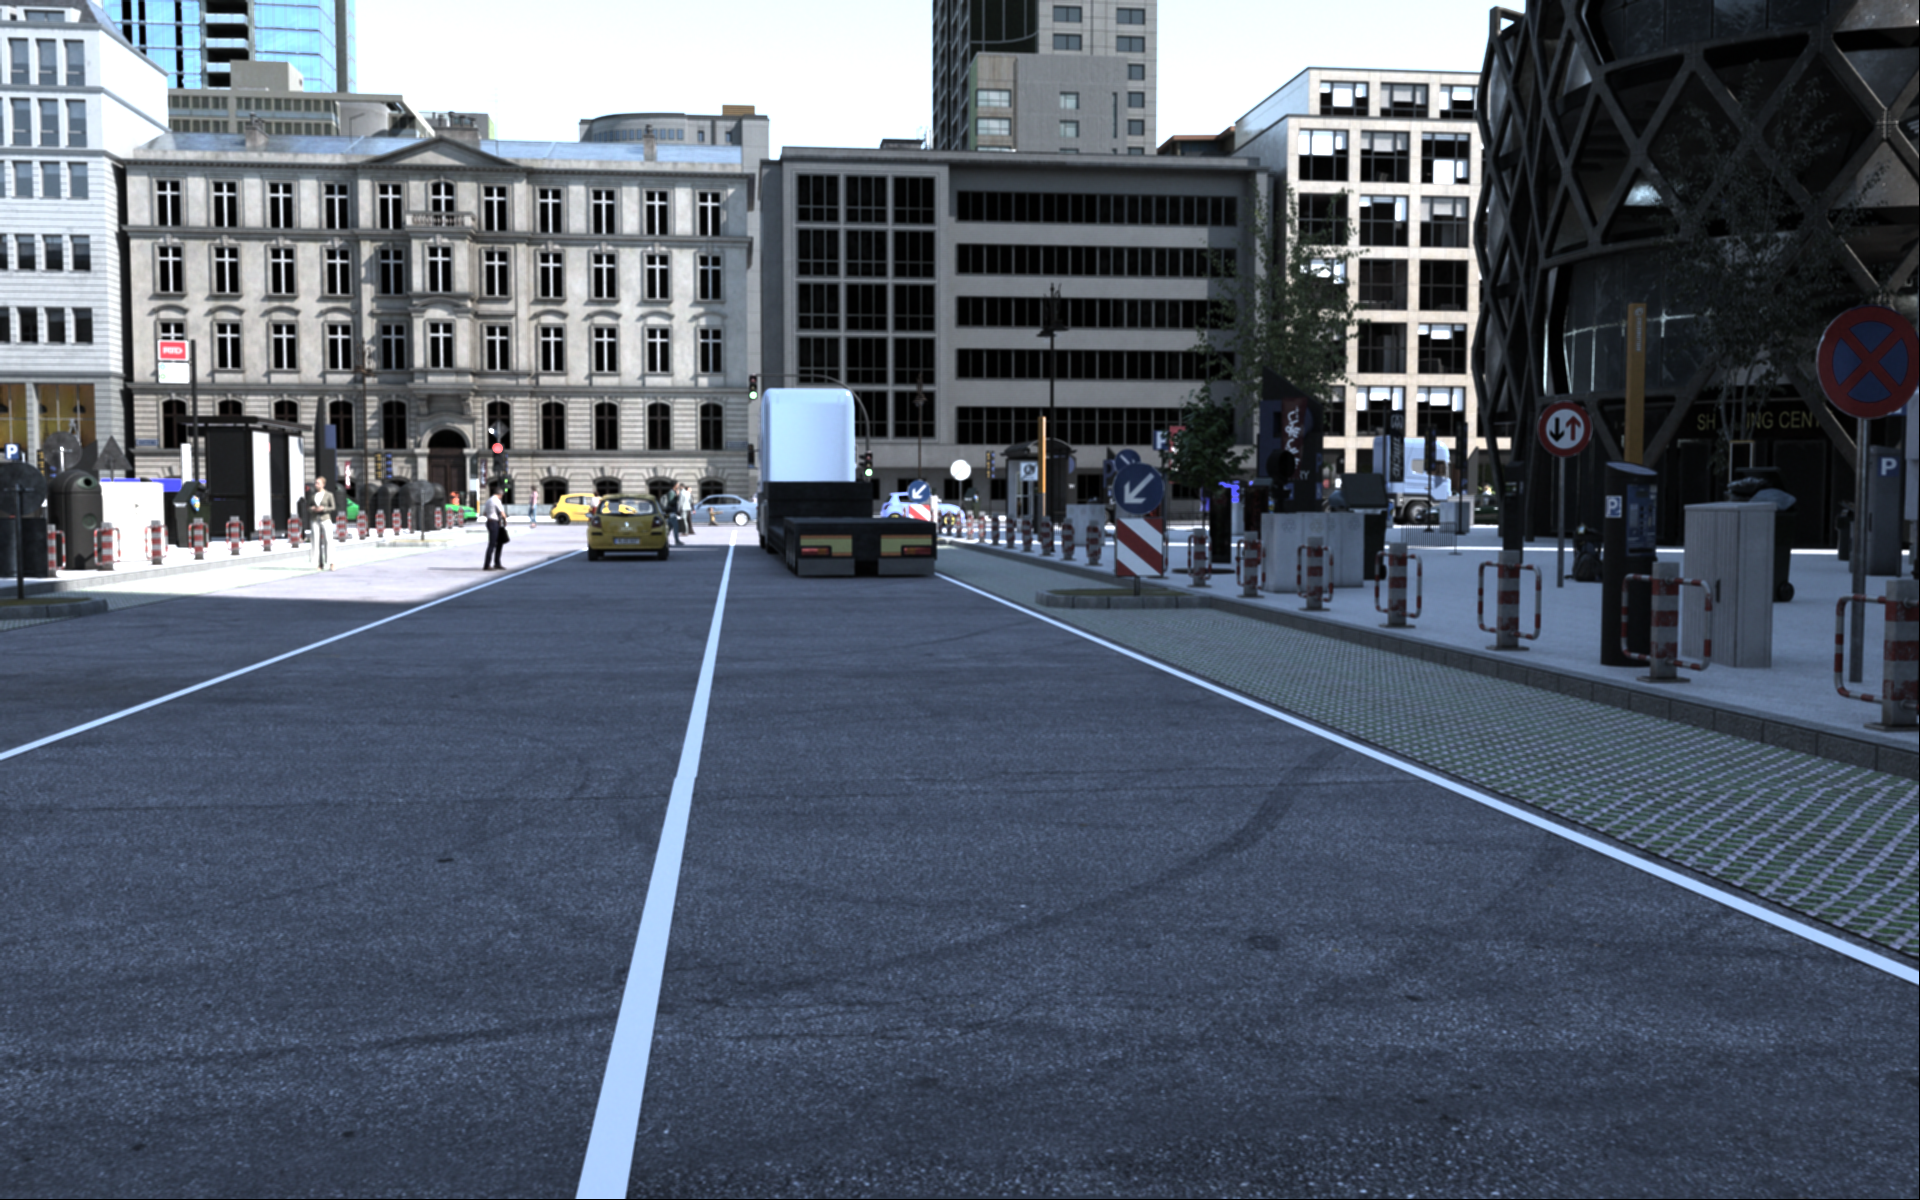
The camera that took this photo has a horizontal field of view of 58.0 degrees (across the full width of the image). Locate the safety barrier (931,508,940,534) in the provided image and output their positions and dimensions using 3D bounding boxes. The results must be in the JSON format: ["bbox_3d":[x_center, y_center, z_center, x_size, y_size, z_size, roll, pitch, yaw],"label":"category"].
[{"bbox_3d":[-0.638,-2.497,55.098,0.300,0.817,1.120,0,4,-7],"label":"safety barrier"}]

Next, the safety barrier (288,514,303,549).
[{"bbox_3d":[-15.638,-1.618,40.722,0.300,0.817,1.120,0,4,-7],"label":"safety barrier"}]

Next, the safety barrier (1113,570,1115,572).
[{"bbox_3d":[2.696,-0.880,28.657,0.300,0.817,1.120,0,4,-7],"label":"safety barrier"}]

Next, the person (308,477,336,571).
[{"bbox_3d":[-11.990,-1.432,32.468,0.519,1.759,0.362,0,4,2],"label":"person"}]

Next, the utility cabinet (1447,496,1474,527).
[{"bbox_3d":[19.814,-3.511,68.566,1.020,1.237,0.306,1,4,14],"label":"utility cabinet"}]

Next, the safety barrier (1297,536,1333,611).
[{"bbox_3d":[3.902,-0.292,19.048,0.300,0.817,1.120,0,4,-7],"label":"safety barrier"}]

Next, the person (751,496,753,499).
[{"bbox_3d":[-25.120,-12.141,210.235,0.697,1.427,0.421,2,4,28],"label":"person"}]

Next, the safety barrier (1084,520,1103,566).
[{"bbox_3d":[2.396,-1.027,31.059,0.300,0.817,1.120,0,4,-7],"label":"safety barrier"}]

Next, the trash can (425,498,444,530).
[{"bbox_3d":[-18.543,-3.020,61.030,0.748,1.137,0.748,0,3,0],"label":"trash can"}]

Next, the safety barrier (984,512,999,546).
[{"bbox_3d":[0.880,-1.761,43.070,0.300,0.817,1.120,0,4,-7],"label":"safety barrier"}]

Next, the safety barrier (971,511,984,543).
[{"bbox_3d":[0.576,-1.908,45.472,0.300,0.817,1.120,0,4,-7],"label":"safety barrier"}]

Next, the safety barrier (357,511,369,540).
[{"bbox_3d":[-16.549,-2.059,47.940,0.300,0.817,1.120,0,4,-7],"label":"safety barrier"}]

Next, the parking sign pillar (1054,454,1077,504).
[{"bbox_3d":[5.204,-6.010,86.739,1.447,3.967,1.447,-1,4,-9],"label":"parking sign pillar"}]

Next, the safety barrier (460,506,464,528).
[{"bbox_3d":[-18.666,-3.089,64.781,0.300,0.817,1.120,0,4,-7],"label":"safety barrier"}]

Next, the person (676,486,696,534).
[{"bbox_3d":[-9.724,-3.186,61.398,0.445,1.727,0.742,2,4,25],"label":"person"}]

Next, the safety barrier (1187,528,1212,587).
[{"bbox_3d":[3.299,-0.586,23.852,0.300,0.817,1.120,0,4,-7],"label":"safety barrier"}]

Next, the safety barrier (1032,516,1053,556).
[{"bbox_3d":[1.790,-1.320,35.864,0.300,0.817,1.120,0,4,-7],"label":"safety barrier"}]

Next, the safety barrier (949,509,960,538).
[{"bbox_3d":[-0.031,-2.203,50.287,0.300,0.817,1.120,0,4,-7],"label":"safety barrier"}]

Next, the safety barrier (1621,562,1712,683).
[{"bbox_3d":[4.813,0.150,11.831,0.300,0.817,1.120,0,4,-7],"label":"safety barrier"}]

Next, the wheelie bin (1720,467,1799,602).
[{"bbox_3d":[9.531,-0.781,20.679,0.693,1.594,0.980,-2,4,-26],"label":"wheelie bin"}]

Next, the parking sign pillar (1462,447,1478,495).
[{"bbox_3d":[28.829,-6.699,98.004,1.447,3.967,1.447,3,5,41],"label":"parking sign pillar"}]

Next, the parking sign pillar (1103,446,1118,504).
[{"bbox_3d":[8.590,-6.666,97.459,1.447,3.967,1.447,-2,4,-31],"label":"parking sign pillar"}]

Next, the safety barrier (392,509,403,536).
[{"bbox_3d":[-17.153,-2.353,52.748,0.300,0.817,1.120,0,4,-7],"label":"safety barrier"}]

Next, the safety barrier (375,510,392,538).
[{"bbox_3d":[-16.848,-2.206,50.342,0.300,0.817,1.120,0,4,-7],"label":"safety barrier"}]

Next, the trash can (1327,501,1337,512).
[{"bbox_3d":[7.555,-1.359,33.868,0.748,1.137,0.748,0,3,0],"label":"trash can"}]

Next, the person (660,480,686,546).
[{"bbox_3d":[-7.846,-2.382,47.438,0.713,1.824,0.794,0,4,6],"label":"person"}]

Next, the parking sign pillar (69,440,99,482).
[{"bbox_3d":[-43.174,-5.927,85.383,1.447,3.967,1.447,-1,4,-22],"label":"parking sign pillar"}]

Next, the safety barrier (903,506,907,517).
[{"bbox_3d":[-2.146,-3.232,67.120,0.300,0.817,1.120,0,4,-7],"label":"safety barrier"}]

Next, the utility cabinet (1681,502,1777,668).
[{"bbox_3d":[5.862,-0.128,13.258,0.306,1.237,1.020,0,4,2],"label":"utility cabinet"}]

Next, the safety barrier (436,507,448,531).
[{"bbox_3d":[-18.064,-2.795,59.976,0.300,0.817,1.120,0,4,-7],"label":"safety barrier"}]

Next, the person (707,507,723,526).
[{"bbox_3d":[-10.949,-3.734,77.472,0.695,0.859,0.347,0,4,-4],"label":"person"}]

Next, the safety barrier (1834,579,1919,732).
[{"bbox_3d":[5.116,0.297,9.412,0.300,0.817,1.120,0,4,-7],"label":"safety barrier"}]

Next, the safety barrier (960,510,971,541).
[{"bbox_3d":[0.276,-2.056,47.885,0.300,0.817,1.120,0,4,-7],"label":"safety barrier"}]

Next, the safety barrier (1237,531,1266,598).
[{"bbox_3d":[3.602,-0.439,21.450,0.300,0.817,1.120,0,4,-7],"label":"safety barrier"}]

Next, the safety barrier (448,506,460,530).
[{"bbox_3d":[-18.369,-2.942,62.378,0.300,0.817,1.120,0,4,-7],"label":"safety barrier"}]

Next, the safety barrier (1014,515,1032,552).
[{"bbox_3d":[1.485,-1.467,38.266,0.300,0.817,1.120,0,4,-7],"label":"safety barrier"}]

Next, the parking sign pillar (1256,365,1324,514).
[{"bbox_3d":[6.820,-2.897,35.831,1.447,3.967,1.447,2,4,33],"label":"parking sign pillar"}]

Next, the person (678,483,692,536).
[{"bbox_3d":[-9.429,-3.093,59.174,0.391,1.810,0.635,1,4,13],"label":"person"}]

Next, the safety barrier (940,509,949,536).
[{"bbox_3d":[-0.332,-2.350,52.695,0.300,0.817,1.120,0,4,-7],"label":"safety barrier"}]

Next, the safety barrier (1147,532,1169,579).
[{"bbox_3d":[3.000,-0.733,26.255,0.300,0.817,1.120,0,4,-7],"label":"safety barrier"}]

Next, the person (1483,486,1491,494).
[{"bbox_3d":[22.881,-4.074,75.341,0.641,1.798,0.478,-2,4,-35],"label":"person"}]

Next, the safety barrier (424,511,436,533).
[{"bbox_3d":[-17.757,-2.647,57.557,0.300,0.817,1.120,0,4,-7],"label":"safety barrier"}]

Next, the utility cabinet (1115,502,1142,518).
[{"bbox_3d":[3.165,-1.310,32.583,0.306,1.237,1.020,1,4,19],"label":"utility cabinet"}]

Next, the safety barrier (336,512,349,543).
[{"bbox_3d":[-16.245,-1.911,45.528,0.300,0.817,1.120,0,4,-7],"label":"safety barrier"}]

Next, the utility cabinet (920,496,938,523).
[{"bbox_3d":[-1.140,-3.238,64.105,0.306,1.237,1.020,-2,4,-24],"label":"utility cabinet"}]

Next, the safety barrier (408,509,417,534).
[{"bbox_3d":[-17.455,-2.500,55.150,0.300,0.817,1.120,0,4,-7],"label":"safety barrier"}]

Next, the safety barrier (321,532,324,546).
[{"bbox_3d":[-15.944,-1.765,43.126,0.300,0.817,1.120,0,4,-7],"label":"safety barrier"}]

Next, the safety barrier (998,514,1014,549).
[{"bbox_3d":[1.183,-1.614,40.668,0.300,0.817,1.120,0,4,-7],"label":"safety barrier"}]

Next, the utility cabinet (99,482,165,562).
[{"bbox_3d":[-15.595,-1.458,32.515,0.318,1.500,1.173,3,5,44],"label":"utility cabinet"}]

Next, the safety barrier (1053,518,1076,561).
[{"bbox_3d":[2.087,-1.173,33.461,0.300,0.817,1.120,0,4,-7],"label":"safety barrier"}]

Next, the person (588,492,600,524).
[{"bbox_3d":[-13.779,-3.328,65.380,0.387,1.526,0.523,3,5,40],"label":"person"}]

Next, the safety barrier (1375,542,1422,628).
[{"bbox_3d":[4.206,-0.145,16.646,0.300,0.817,1.120,0,4,-7],"label":"safety barrier"}]

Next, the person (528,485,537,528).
[{"bbox_3d":[-18.224,-3.998,73.873,0.388,1.821,0.555,-2,4,-35],"label":"person"}]

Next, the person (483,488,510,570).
[{"bbox_3d":[-8.784,-1.344,32.686,0.590,1.554,0.614,-3,5,-42],"label":"person"}]

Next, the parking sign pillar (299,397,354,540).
[{"bbox_3d":[-17.856,-3.685,48.715,1.447,3.967,1.447,-2,4,-26],"label":"parking sign pillar"}]

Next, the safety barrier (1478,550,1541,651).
[{"bbox_3d":[4.510,0.002,14.244,0.300,0.817,1.120,0,4,-7],"label":"safety barrier"}]
